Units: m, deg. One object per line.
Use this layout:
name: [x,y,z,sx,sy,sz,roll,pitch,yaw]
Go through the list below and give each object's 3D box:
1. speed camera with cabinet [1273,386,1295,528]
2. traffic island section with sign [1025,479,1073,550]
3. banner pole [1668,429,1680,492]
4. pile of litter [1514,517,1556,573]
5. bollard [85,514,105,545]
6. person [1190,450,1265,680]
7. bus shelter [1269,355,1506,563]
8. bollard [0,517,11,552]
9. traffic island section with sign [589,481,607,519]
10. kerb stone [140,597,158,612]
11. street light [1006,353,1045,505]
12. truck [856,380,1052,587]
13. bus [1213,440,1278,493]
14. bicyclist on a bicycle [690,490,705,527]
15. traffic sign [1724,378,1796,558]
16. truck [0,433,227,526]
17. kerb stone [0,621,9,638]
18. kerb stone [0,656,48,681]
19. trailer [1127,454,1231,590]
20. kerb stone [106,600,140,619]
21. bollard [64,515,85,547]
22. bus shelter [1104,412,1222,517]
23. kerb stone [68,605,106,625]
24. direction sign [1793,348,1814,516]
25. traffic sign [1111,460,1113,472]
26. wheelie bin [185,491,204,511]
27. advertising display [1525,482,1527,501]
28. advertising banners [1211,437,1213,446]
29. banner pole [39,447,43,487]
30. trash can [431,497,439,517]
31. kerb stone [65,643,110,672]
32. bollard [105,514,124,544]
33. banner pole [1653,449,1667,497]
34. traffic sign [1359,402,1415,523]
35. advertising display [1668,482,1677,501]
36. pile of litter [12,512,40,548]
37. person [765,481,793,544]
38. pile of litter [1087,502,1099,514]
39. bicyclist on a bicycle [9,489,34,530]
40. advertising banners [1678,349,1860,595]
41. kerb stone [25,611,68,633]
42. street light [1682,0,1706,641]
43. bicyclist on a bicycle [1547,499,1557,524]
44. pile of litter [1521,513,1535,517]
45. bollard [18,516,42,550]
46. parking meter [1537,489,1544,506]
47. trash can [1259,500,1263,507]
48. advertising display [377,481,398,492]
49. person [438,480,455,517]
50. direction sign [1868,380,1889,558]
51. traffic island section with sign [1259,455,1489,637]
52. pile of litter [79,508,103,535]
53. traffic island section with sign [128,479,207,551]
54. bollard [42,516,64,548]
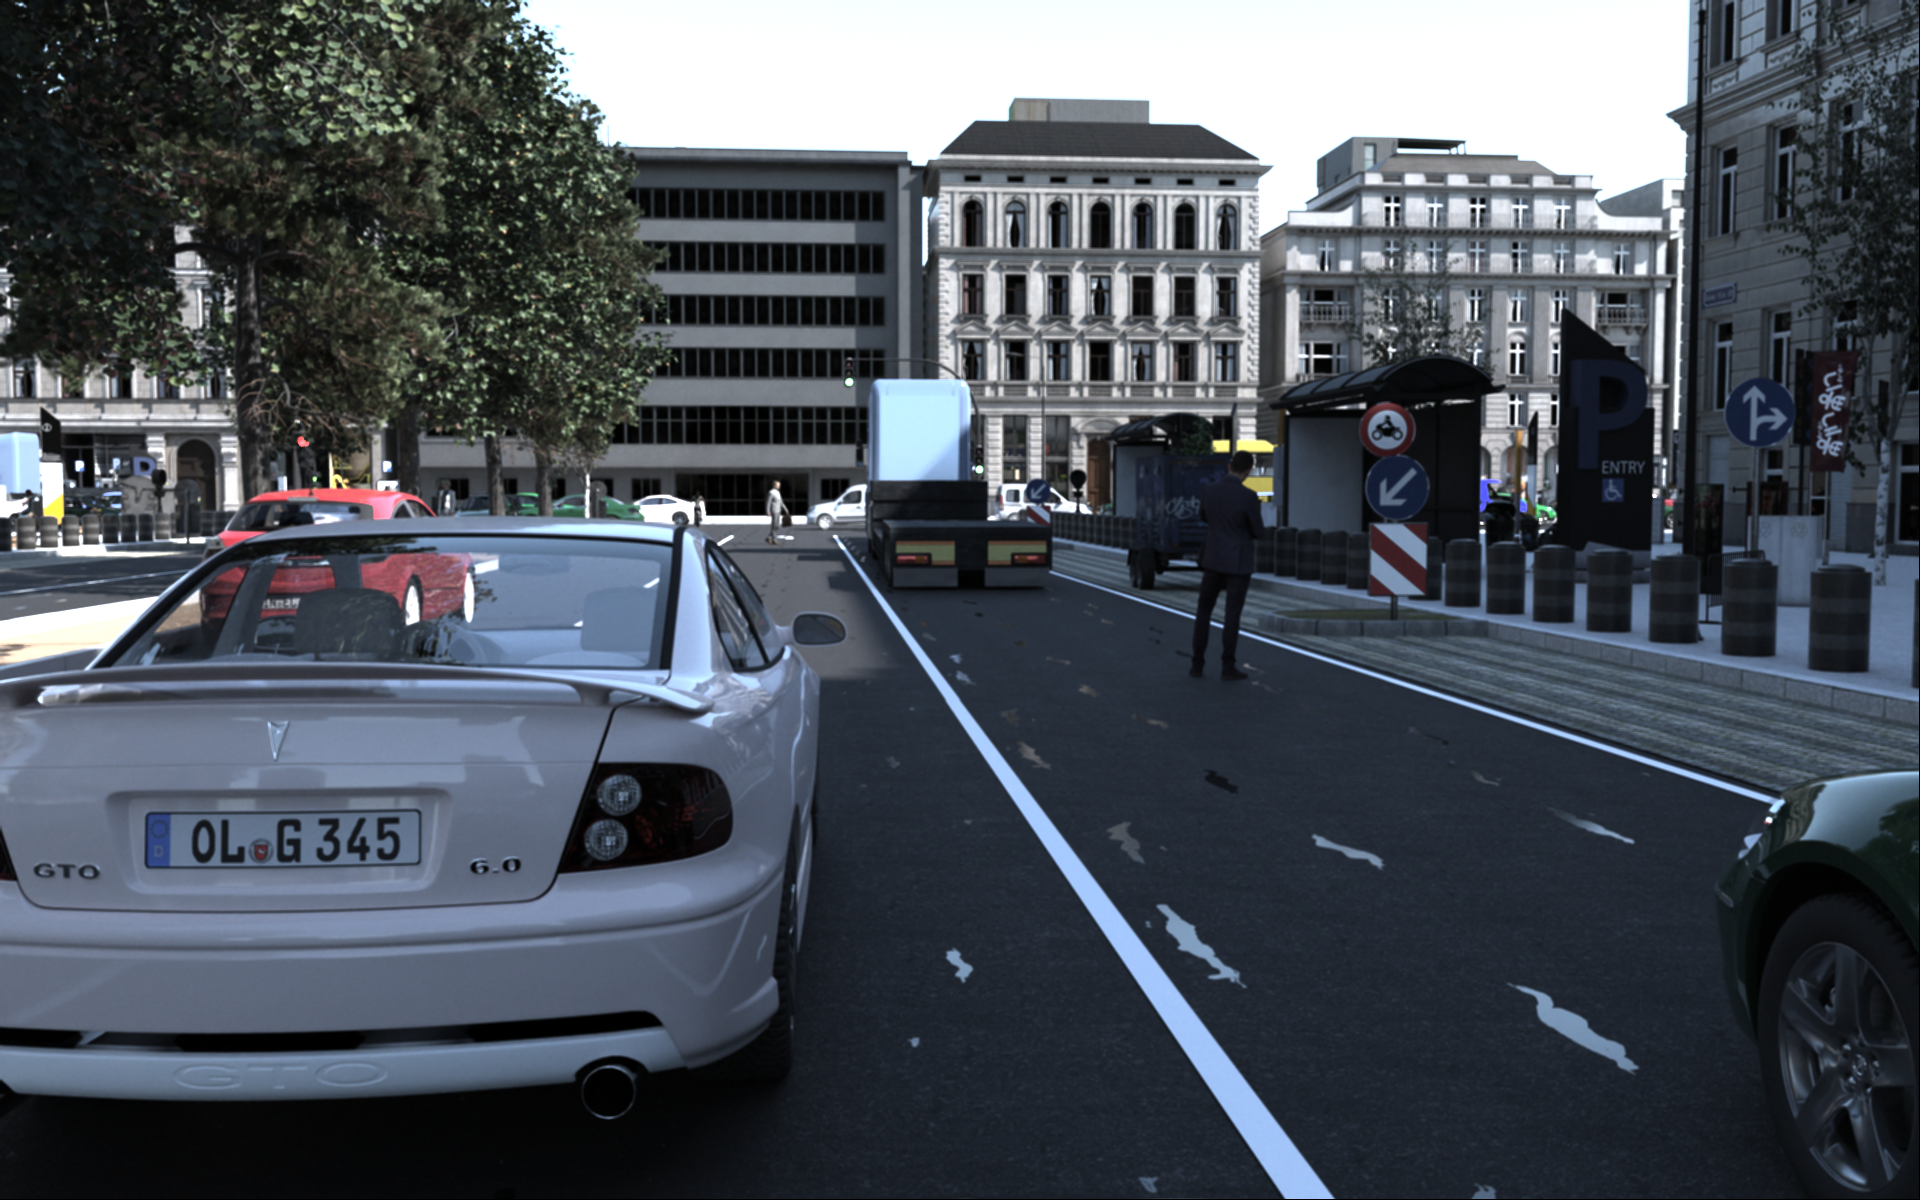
speed camera with cabinet: [6.803,-2.290,31.772,2.038,3.252,0.660,1,4,16]
traffic island section with sign: [1.828,-2.231,45.100,1.989,1.847,2.006,0,4,-5]
banner pole: [24.637,-4.212,58.882,0.863,3.779,0.401,2,4,23]
pile of litter: [9.859,-0.873,28.237,1.719,0.858,1.176,3,5,44]
bollard: [-21.819,-1.758,43.466,0.404,0.777,0.398,0,3,0]
person: [2.106,-0.282,13.559,0.683,1.767,0.568,2,4,34]
bus shelter: [6.696,-2.082,27.962,2.014,3.302,5.546,0,4,-5]
bollard: [-21.384,-1.463,38.640,0.404,0.777,0.398,0,3,0]
traffic island section with sign: [-12.155,-3.030,57.669,2.006,1.907,1.989,0,4,-5]
kerb stone: [-9.948,0.066,21.246,0.120,0.150,1.000,0,4,-5]
street light: [2.203,-5.172,57.108,1.470,5.913,1.316,0,4,-5]
truck: [-0.515,-2.767,34.993,2.967,4.110,18.799,0,4,-4]
bus: [15.225,-5.393,79.720,12.252,3.916,2.896,0,4,-4]
bicyclist on a bicycle: [-11.363,-3.977,75.046,1.499,1.676,1.625,0,4,-5]
traffic sign: [8.760,-1.160,19.065,0.768,2.556,0.104,0,4,3]
truck: [-35.462,-5.341,77.088,18.799,4.110,2.967,0,4,-5]
kerb stone: [-9.574,0.314,17.147,0.120,0.150,1.000,0,4,-5]
kerb stone: [-7.122,0.548,13.241,0.120,0.150,1.000,0,4,-5]
trailer: [3.317,-1.213,26.876,1.471,1.999,3.904,0,4,-3]
kerb stone: [-9.852,0.125,20.215,0.120,0.150,1.000,0,4,-5]
bollard: [-21.709,-1.685,42.269,0.404,0.777,0.398,0,3,0]
bus shelter: [5.265,-3.169,45.729,2.014,3.302,5.546,0,4,-5]
kerb stone: [-9.758,0.187,19.193,0.120,0.150,1.000,0,4,-5]
direction sign: [13.285,-2.161,27.335,0.379,3.537,0.876,3,5,41]
traffic sign: [5.161,-3.354,54.942,0.768,2.556,0.104,0,4,0]
wheelie bin: [-36.538,-4.568,82.597,0.980,1.594,0.693,1,4,18]
advertising display: [29.360,-5.136,89.189,0.123,1.923,0.974,3,5,40]
advertising banners: [7.292,-3.265,49.573,0.090,3.025,2.074,0,4,1]
banner pole: [-42.912,-5.576,81.180,0.401,3.779,0.863,2,4,24]
trash can: [-28.889,-5.147,95.811,0.748,1.137,0.748,0,3,0]
kerb stone: [-7.208,0.486,14.263,0.120,0.150,1.000,0,4,-5]
bollard: [-21.923,-1.833,44.678,0.404,0.777,0.398,0,3,0]
banner pole: [38.640,-6.472,95.838,0.401,3.779,0.863,-2,4,-31]
traffic sign: [5.917,-1.466,24.073,0.768,2.556,0.104,0,4,2]
advertising display: [38.315,-5.334,92.420,0.974,1.923,0.123,3,4,39]
pile of litter: [-22.687,-1.695,41.674,1.176,0.858,1.719,-1,4,-23]
person: [-5.239,-2.491,49.347,0.853,1.813,0.709,1,4,22]
pile of litter: [7.518,-5.061,96.712,1.176,0.858,1.719,1,4,18]
bicyclist on a bicycle: [-36.717,-3.560,68.221,1.625,1.676,1.499,0,4,-6]
advertising banners: [10.063,-1.557,21.640,2.074,3.025,0.090,3,5,42]
kerb stone: [-9.665,0.246,18.171,0.120,0.150,1.000,0,4,-5]
street light: [5.888,-2.604,15.113,1.470,5.913,1.316,0,4,-5]
bicyclist on a bicycle: [29.010,-4.525,83.997,1.625,1.676,1.499,0,4,-6]
pile of litter: [12.693,-1.519,38.800,1.719,0.858,1.176,2,4,27]
bollard: [-21.495,-1.537,39.851,0.404,0.777,0.398,0,3,0]
parking meter: [31.566,-5.250,94.247,0.372,1.533,0.369,0,3,0]
trash can: [7.580,-2.066,45.437,0.748,1.137,0.748,0,3,0]
advertising display: [-27.212,-4.718,82.355,0.974,1.923,0.123,-2,4,-32]
person: [-14.505,-2.483,48.969,0.514,1.842,0.818,0,4,-7]
direction sign: [18.478,-2.614,34.737,0.379,3.537,0.876,3,4,38]
traffic island section with sign: [4.243,-0.589,18.253,1.989,1.847,2.006,0,4,-5]
pile of litter: [-27.342,-2.472,54.388,1.176,0.858,1.719,3,4,38]
traffic island section with sign: [-19.897,-2.180,44.267,1.989,1.847,2.006,0,4,-5]
bollard: [-21.601,-1.612,41.068,0.404,0.777,0.398,0,3,0]
